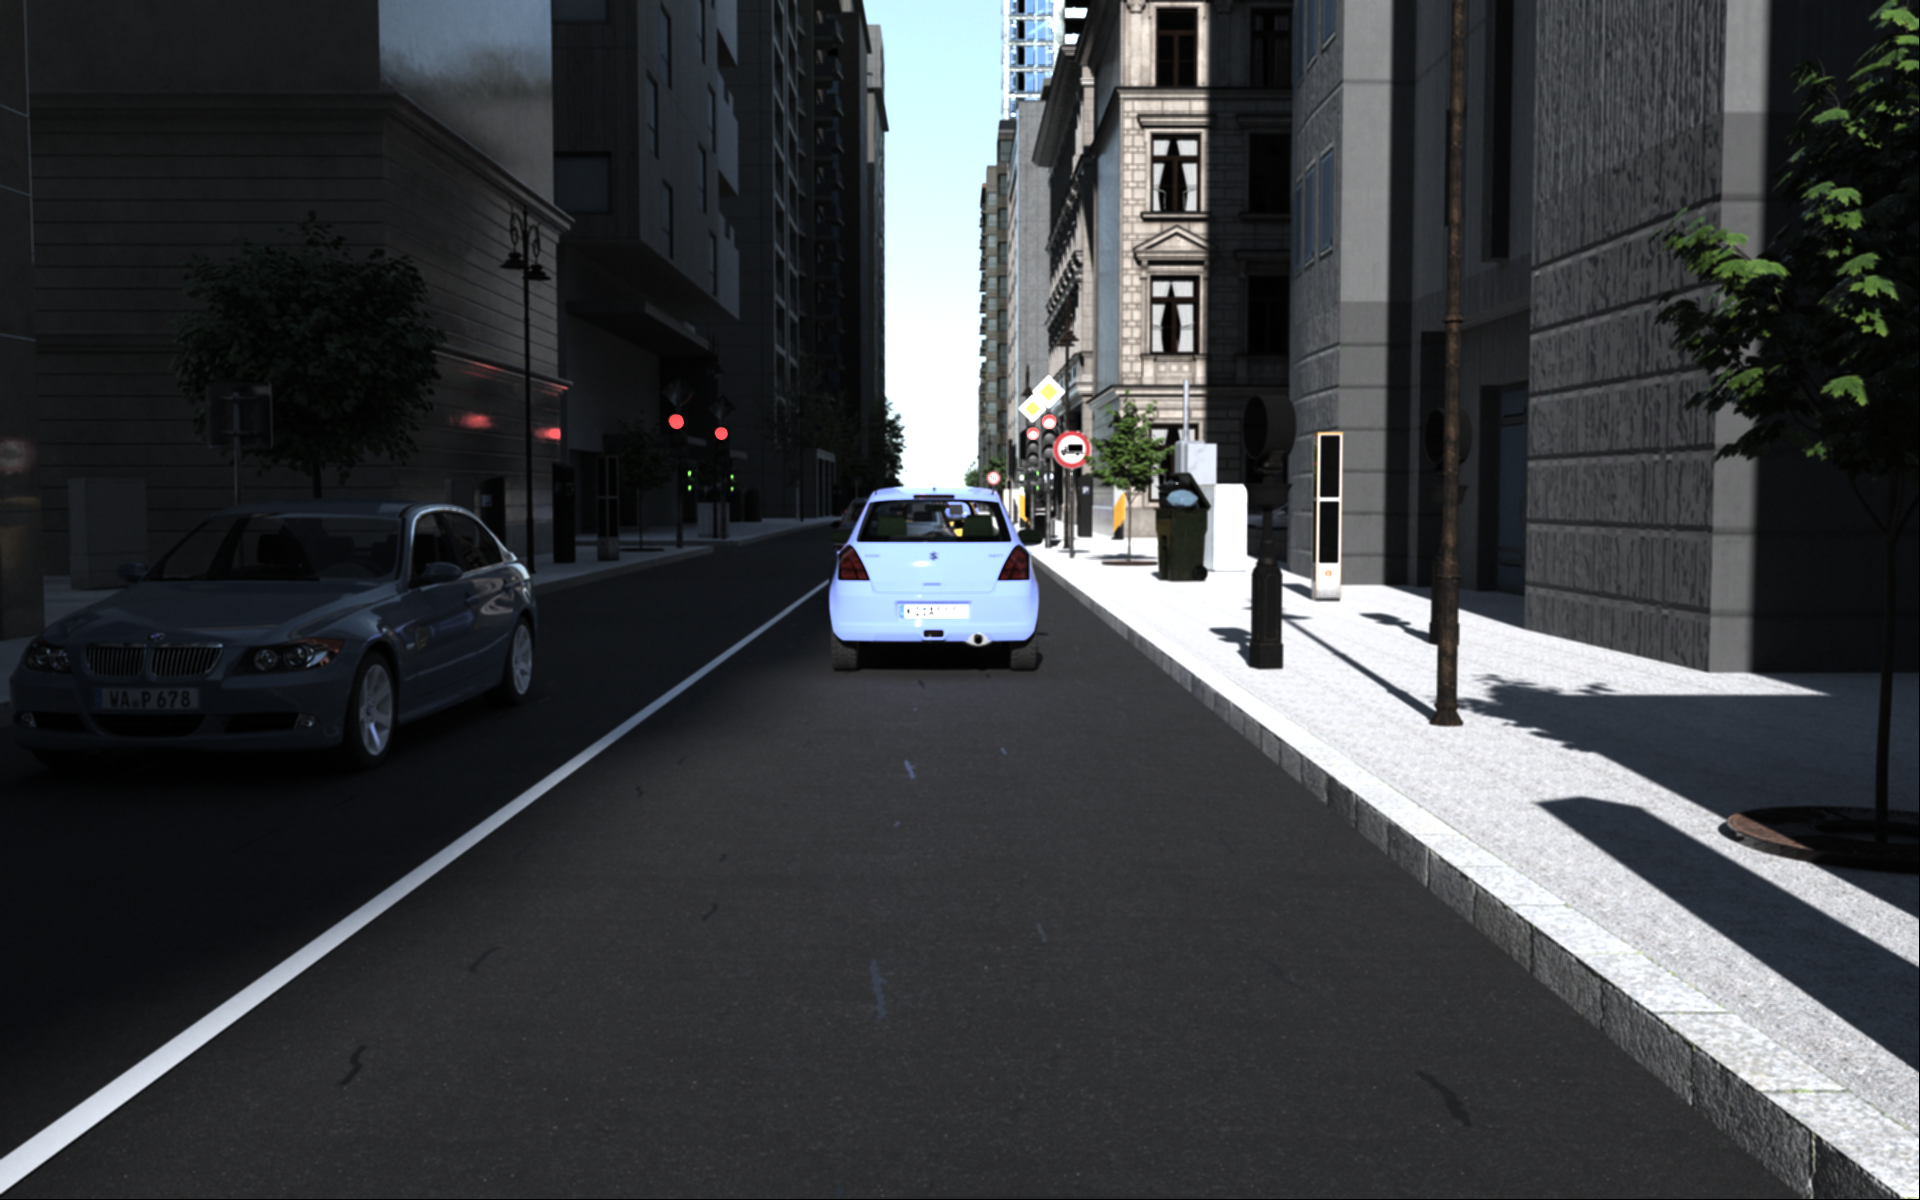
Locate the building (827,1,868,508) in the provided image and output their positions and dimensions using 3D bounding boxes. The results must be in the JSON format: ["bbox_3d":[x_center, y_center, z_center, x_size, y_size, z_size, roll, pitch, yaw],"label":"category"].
[{"bbox_3d":[-15.718,-31.154,159.476,14.600,45.320,14.200,0,4,0],"label":"building"}]

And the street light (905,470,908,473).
[{"bbox_3d":[-8.418,-18.221,270.703,0.468,5.910,1.993,0,4,0],"label":"street light"}]

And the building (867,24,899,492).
[{"bbox_3d":[-19.840,-50.843,269.529,20.563,71.187,20.611,0,4,0],"label":"building"}]

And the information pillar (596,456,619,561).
[{"bbox_3d":[-6.780,-1.764,33.336,0.304,2.012,0.304,2,4,35],"label":"information pillar"}]

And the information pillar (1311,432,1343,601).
[{"bbox_3d":[4.403,-0.997,20.787,0.304,2.012,0.304,0,4,1],"label":"information pillar"}]

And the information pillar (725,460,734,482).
[{"bbox_3d":[-10.792,-5.463,80.678,0.504,3.616,0.183,1,4,13],"label":"information pillar"}]

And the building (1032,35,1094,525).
[{"bbox_3d":[8.814,-14.252,83.935,10.553,20.767,40.483,0,4,0],"label":"building"}]

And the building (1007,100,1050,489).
[{"bbox_3d":[9.431,-18.124,114.344,12.078,24.808,19.932,0,4,0],"label":"building"}]

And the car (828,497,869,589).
[{"bbox_3d":[-0.908,-0.796,25.019,2.014,1.417,4.499,0,4,1],"label":"car"}]

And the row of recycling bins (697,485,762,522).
[{"bbox_3d":[-10.781,-4.403,79.106,3.534,1.692,1.069,-2,4,-24],"label":"row of recycling bins"}]

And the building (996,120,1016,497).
[{"bbox_3d":[9.847,-22.343,137.002,14.160,30.474,14.107,0,4,0],"label":"building"}]

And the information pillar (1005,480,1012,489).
[{"bbox_3d":[2.482,-5.114,88.101,0.304,2.012,0.304,-1,4,-8],"label":"information pillar"}]

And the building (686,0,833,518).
[{"bbox_3d":[-17.862,-40.486,100.195,20.563,71.187,20.611,0,4,0],"label":"building"}]

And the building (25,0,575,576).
[{"bbox_3d":[-25.819,-13.085,33.032,34.723,24.649,14.460,0,4,0],"label":"building"}]

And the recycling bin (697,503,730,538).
[{"bbox_3d":[-7.340,-2.386,51.563,0.722,1.027,0.722,-3,4,-37],"label":"recycling bin"}]

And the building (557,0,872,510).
[{"bbox_3d":[-23.986,-36.158,180.415,28.713,52.752,27.495,0,4,0],"label":"building"}]

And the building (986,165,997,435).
[{"bbox_3d":[10.218,-32.678,217.878,14.154,41.232,14.086,0,4,0],"label":"building"}]

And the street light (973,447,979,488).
[{"bbox_3d":[1.801,-12.055,169.892,0.468,5.910,1.993,0,4,0],"label":"street light"}]

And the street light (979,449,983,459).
[{"bbox_3d":[1.952,-10.184,139.292,0.468,5.910,1.993,0,4,0],"label":"street light"}]

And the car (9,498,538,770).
[{"bbox_3d":[-3.862,0.090,10.525,2.014,1.417,4.499,0,4,1],"label":"car"}]

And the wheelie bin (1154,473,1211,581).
[{"bbox_3d":[3.273,-1.083,25.614,0.693,1.594,0.980,-1,4,-19],"label":"wheelie bin"}]

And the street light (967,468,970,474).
[{"bbox_3d":[1.489,-15.193,221.189,0.468,5.910,1.993,0,4,0],"label":"street light"}]

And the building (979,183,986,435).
[{"bbox_3d":[13.738,-35.756,239.227,22.147,44.769,28.867,0,4,0],"label":"building"}]

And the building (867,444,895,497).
[{"bbox_3d":[-25.571,-33.989,247.595,32.217,40.220,23.993,0,4,0],"label":"building"}]

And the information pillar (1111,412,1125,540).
[{"bbox_3d":[4.472,-3.502,48.612,0.183,3.616,0.504,-2,4,-27],"label":"information pillar"}]

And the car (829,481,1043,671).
[{"bbox_3d":[-0.217,-0.350,15.322,1.945,1.707,3.694,0,4,-1],"label":"car"}]

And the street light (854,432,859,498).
[{"bbox_3d":[-7.588,-9.356,125.764,0.468,5.910,1.993,0,4,0],"label":"street light"}]

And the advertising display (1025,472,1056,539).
[{"bbox_3d":[2.319,-2.736,49.945,0.974,1.923,0.123,2,4,31],"label":"advertising display"}]

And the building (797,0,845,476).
[{"bbox_3d":[-20.756,-29.562,137.970,22.147,44.769,28.867,0,4,0],"label":"building"}]

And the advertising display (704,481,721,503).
[{"bbox_3d":[-12.594,-5.089,88.419,0.974,1.923,0.123,0,4,7],"label":"advertising display"}]

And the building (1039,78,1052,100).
[{"bbox_3d":[19.204,-28.373,155.774,32.217,40.220,23.993,0,4,0],"label":"building"}]

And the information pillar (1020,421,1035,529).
[{"bbox_3d":[2.151,-3.892,54.986,0.504,3.616,0.183,-1,4,-9],"label":"information pillar"}]

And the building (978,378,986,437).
[{"bbox_3d":[16.840,-25.953,269.374,27.650,21.520,28.899,0,4,0],"label":"building"}]

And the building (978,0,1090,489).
[{"bbox_3d":[13.335,-53.156,181.772,22.319,86.520,31.000,0,4,0],"label":"building"}]

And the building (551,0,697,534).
[{"bbox_3d":[-22.721,-28.904,61.812,28.713,52.752,27.495,0,4,0],"label":"building"}]

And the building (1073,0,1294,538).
[{"bbox_3d":[13.574,-11.642,54.971,19.286,19.102,10.561,0,4,0],"label":"building"}]

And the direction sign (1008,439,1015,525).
[{"bbox_3d":[2.084,-4.883,71.838,0.379,3.537,0.876,0,4,-7],"label":"direction sign"}]

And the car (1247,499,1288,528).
[{"bbox_3d":[8.761,-1.983,44.780,4.827,1.381,2.083,0,3,0],"label":"car"}]

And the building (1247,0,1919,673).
[{"bbox_3d":[15.782,-29.522,24.676,21.231,58.520,28.212,0,4,0],"label":"building"}]

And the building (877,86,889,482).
[{"bbox_3d":[-23.763,-38.672,221.527,28.713,52.752,27.495,0,4,0],"label":"building"}]

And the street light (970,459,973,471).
[{"bbox_3d":[1.652,-13.920,200.386,0.468,5.910,1.993,0,4,0],"label":"street light"}]

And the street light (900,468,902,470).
[{"bbox_3d":[-8.182,-16.336,239.872,0.468,5.910,1.993,0,4,0],"label":"street light"}]
